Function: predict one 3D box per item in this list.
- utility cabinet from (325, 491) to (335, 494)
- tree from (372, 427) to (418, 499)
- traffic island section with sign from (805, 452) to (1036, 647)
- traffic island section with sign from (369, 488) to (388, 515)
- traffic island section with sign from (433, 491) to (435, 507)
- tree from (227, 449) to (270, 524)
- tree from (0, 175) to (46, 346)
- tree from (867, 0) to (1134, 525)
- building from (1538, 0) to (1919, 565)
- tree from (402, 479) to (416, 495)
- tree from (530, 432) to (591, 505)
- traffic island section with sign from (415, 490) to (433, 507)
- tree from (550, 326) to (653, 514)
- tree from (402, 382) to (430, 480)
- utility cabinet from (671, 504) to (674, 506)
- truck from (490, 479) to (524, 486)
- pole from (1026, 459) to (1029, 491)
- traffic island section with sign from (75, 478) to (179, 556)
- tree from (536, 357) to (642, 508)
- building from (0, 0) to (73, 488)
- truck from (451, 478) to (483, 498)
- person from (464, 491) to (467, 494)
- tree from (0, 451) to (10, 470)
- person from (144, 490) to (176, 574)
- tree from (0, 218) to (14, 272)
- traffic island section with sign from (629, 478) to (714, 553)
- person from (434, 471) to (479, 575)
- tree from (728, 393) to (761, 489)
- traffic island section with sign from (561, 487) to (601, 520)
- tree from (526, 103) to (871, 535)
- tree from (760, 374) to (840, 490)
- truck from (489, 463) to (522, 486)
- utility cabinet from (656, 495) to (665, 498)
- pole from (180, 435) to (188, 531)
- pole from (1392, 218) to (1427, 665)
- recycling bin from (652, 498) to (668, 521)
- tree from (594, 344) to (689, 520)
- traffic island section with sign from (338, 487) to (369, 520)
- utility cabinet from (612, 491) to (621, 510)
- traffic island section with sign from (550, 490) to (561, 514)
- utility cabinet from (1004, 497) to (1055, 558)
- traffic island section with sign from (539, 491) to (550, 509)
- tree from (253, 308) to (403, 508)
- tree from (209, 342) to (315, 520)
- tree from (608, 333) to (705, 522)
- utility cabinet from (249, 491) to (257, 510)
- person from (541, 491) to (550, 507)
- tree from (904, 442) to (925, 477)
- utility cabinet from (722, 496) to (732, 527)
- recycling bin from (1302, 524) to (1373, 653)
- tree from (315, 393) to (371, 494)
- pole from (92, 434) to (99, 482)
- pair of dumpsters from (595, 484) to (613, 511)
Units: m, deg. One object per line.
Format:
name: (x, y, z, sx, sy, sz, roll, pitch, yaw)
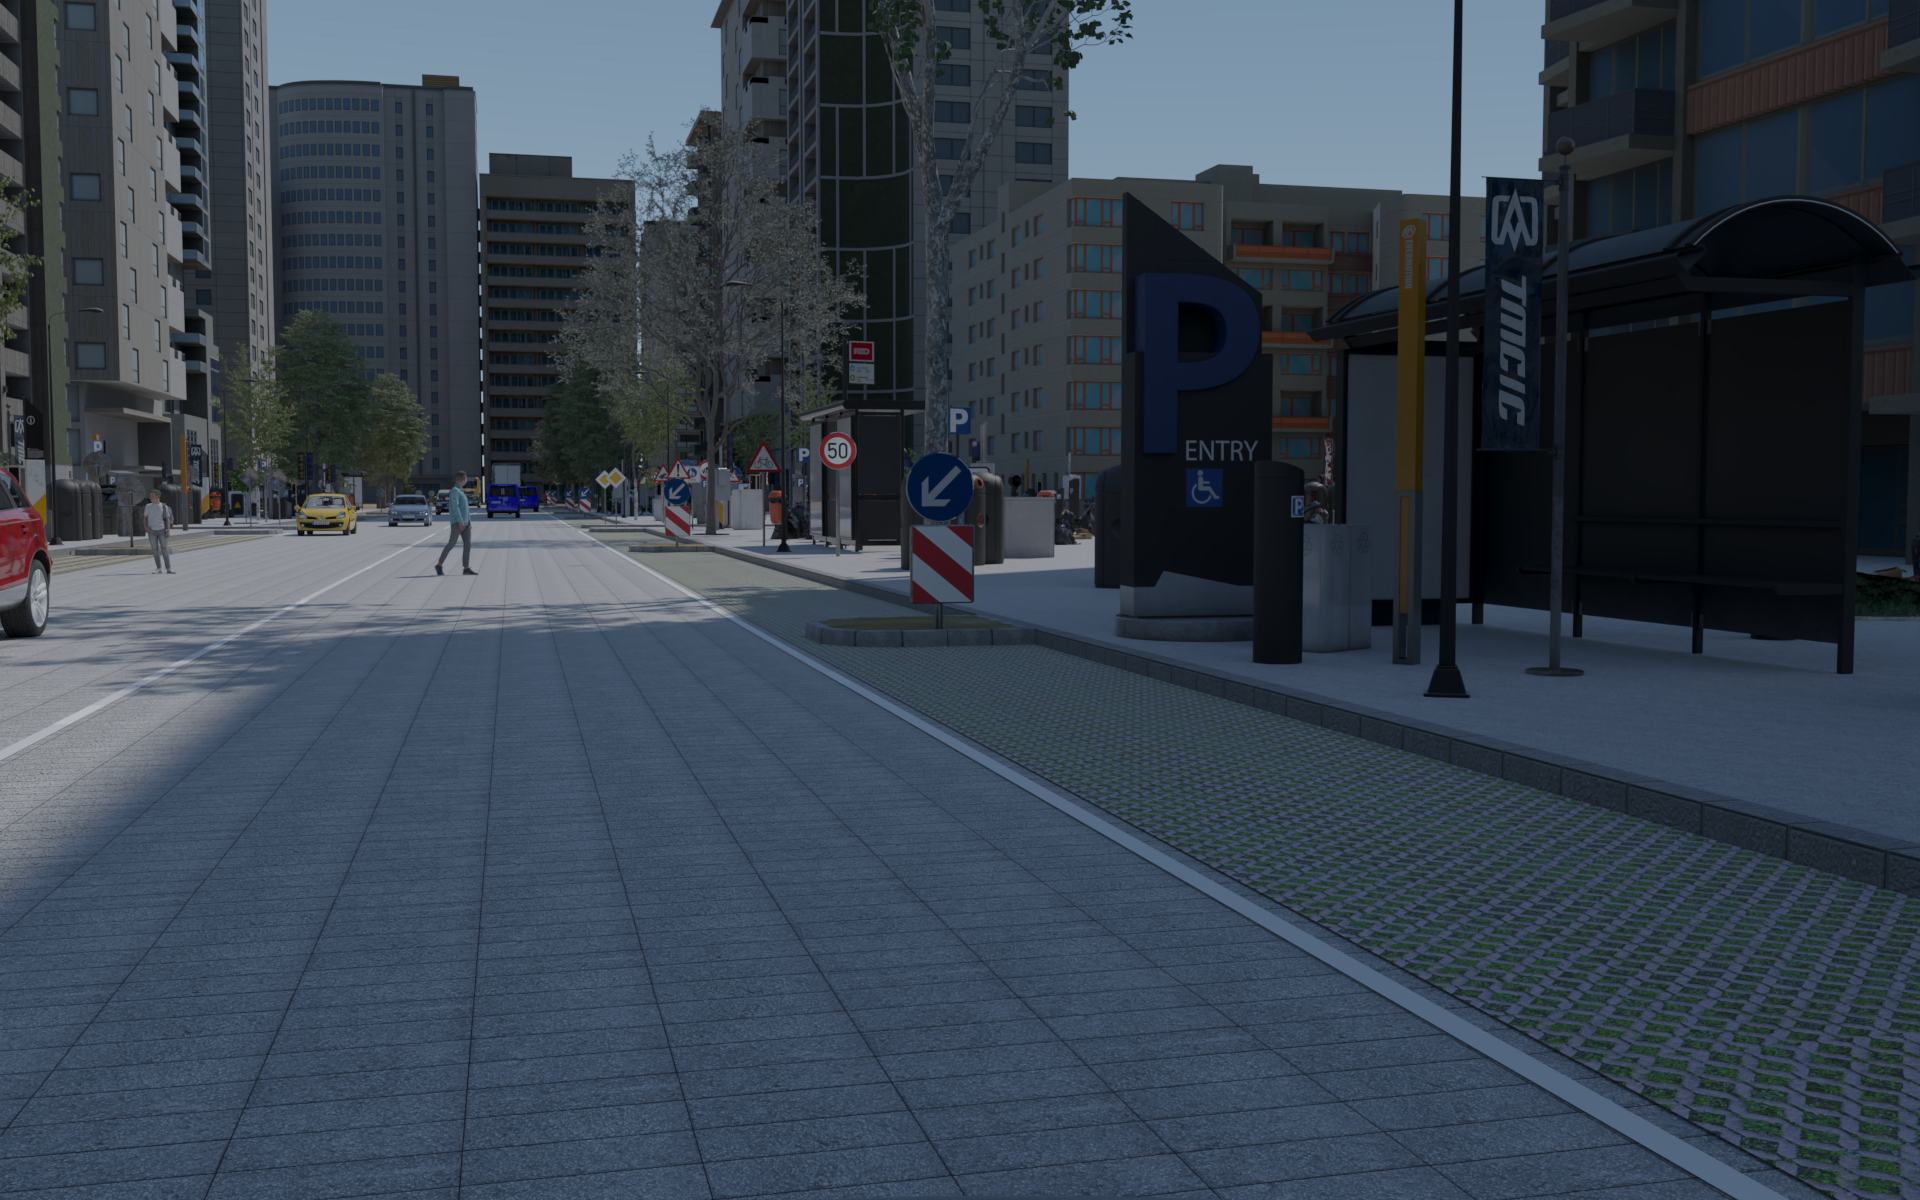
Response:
utility cabinet: (-51.107, -8.036, 140.067, 1.173, 1.500, 0.318, -3, 5, -43)
tree: (-57.163, -13.604, 172.788, 4.737, 8.622, 4.395, 0, 3, 0)
traffic island section with sign: (-0.475, -0.516, 17.066, 1.989, 1.847, 2.006, -1, 4, -14)
traffic island section with sign: (-40.217, -6.841, 120.474, 1.989, 1.847, 2.006, -1, 4, -14)
traffic island section with sign: (-59.615, -11.436, 195.606, 1.989, 1.847, 2.006, -1, 4, -14)
tree: (-30.950, -4.906, 74.814, 1.663, 3.219, 1.824, 0, 3, 0)
tree: (-20.976, -5.210, 35.541, 4.737, 8.622, 4.395, 0, 3, 0)
tree: (0.920, -10.406, 26.019, 12.611, 20.169, 13.585, 0, 3, 0)
building: (25.449, -23.351, 36.412, 22.147, 44.769, 28.867, -1, 4, -14)
tree: (-62.968, -12.370, 196.848, 1.663, 3.219, 1.824, 0, 3, 0)
tree: (-46.262, -17.679, 206.054, 9.611, 12.733, 9.660, 0, 3, 0)
traffic island section with sign: (-52.808, -9.822, 169.218, 1.989, 1.847, 2.006, -1, 4, -14)
tree: (-23.206, -11.968, 113.807, 7.486, 12.596, 7.792, 0, 3, 0)
tree: (-53.168, -14.915, 161.988, 7.486, 12.596, 7.792, 0, 3, 0)
utility cabinet: (-15.081, -5.049, 91.226, 0.318, 1.500, 1.173, 0, 4, -5)
truck: (-47.005, -11.218, 179.335, 3.469, 3.379, 9.791, -1, 4, -13)
pole: (3.873, -6.480, 99.790, 0.158, 3.312, 0.155, 0, 3, 0)
traffic island section with sign: (-19.715, -1.986, 41.107, 1.989, 1.847, 2.006, -1, 4, -14)
tree: (-32.733, -15.185, 154.935, 9.857, 13.997, 8.962, 0, 3, 0)
building: (-55.645, -19.439, 89.523, 14.160, 30.474, 14.107, -1, 4, -14)
truck: (-57.967, -12.737, 204.166, 3.469, 3.379, 9.791, -1, 4, -14)
person: (-55.078, -11.287, 193.184, 0.705, 1.807, 1.348, 3, 4, 36)
tree: (-45.483, -5.387, 82.671, 1.663, 3.219, 1.824, 0, 3, 0)
person: (-14.402, -1.229, 31.190, 0.503, 1.515, 0.523, -3, 5, -41)
tree: (-18.965, -5.625, 26.374, 8.767, 10.594, 7.601, -1, 4, -18)
traffic island section with sign: (-7.226, -2.112, 43.165, 1.989, 1.847, 2.006, -1, 4, -14)
person: (-8.889, -1.360, 30.595, 0.748, 1.841, 0.638, 1, 4, 10)
tree: (-14.163, -10.455, 121.304, 4.737, 8.622, 4.395, 0, 3, 0)
traffic island section with sign: (-21.287, -5.445, 97.647, 1.989, 1.847, 2.006, -1, 4, -14)
tree: (-7.716, -8.785, 54.004, 12.009, 13.543, 11.850, 0, 3, 0)
tree: (-8.542, -9.312, 102.607, 4.737, 8.622, 4.395, 0, 3, 0)
truck: (-42.470, -10.588, 162.030, 2.839, 4.237, 11.283, -1, 4, -16)
utility cabinet: (-17.730, -5.670, 103.862, 1.020, 1.237, 0.306, -1, 4, -15)
pole: (-27.015, -4.065, 60.308, 0.158, 3.312, 0.155, 0, 3, 0)
pole: (3.371, -1.170, 12.976, 0.158, 3.312, 0.155, 0, 3, 0)
recycling bin: (-14.192, -4.281, 82.545, 0.722, 1.027, 0.722, -1, 4, -18)
tree: (-15.572, -8.188, 84.237, 4.360, 8.622, 3.978, 0, 3, 0)
traffic island section with sign: (-33.410, -5.228, 94.112, 1.989, 1.847, 2.006, -1, 4, -14)
utility cabinet: (-23.592, -6.836, 120.449, 1.173, 1.500, 0.318, -3, 4, -36)
traffic island section with sign: (-28.161, -7.073, 124.278, 1.989, 1.847, 2.006, -1, 4, -14)
utility cabinet: (1.387, -1.459, 35.019, 1.020, 1.237, 0.306, 0, 4, -4)
traffic island section with sign: (-40.419, -9.975, 171.711, 1.989, 1.847, 2.006, -1, 4, -14)
tree: (-39.049, -11.485, 105.909, 7.486, 12.596, 7.792, 0, 3, 0)
tree: (-34.113, -8.171, 83.956, 4.737, 8.622, 4.395, 0, 3, 0)
tree: (-13.769, -7.844, 78.618, 4.737, 8.622, 4.395, 0, 3, 0)
utility cabinet: (-47.722, -6.591, 116.439, 1.173, 1.500, 0.318, 1, 4, 21)
person: (-45.167, -11.003, 189.115, 1.217, 1.743, 0.721, -3, 5, -42)
tree: (-1.208, -4.186, 63.040, 1.663, 3.219, 1.824, 0, 3, 0)
utility cabinet: (-9.772, -3.908, 75.065, 1.020, 1.237, 0.306, 0, 4, -7)
recycling bin: (2.934, -0.113, 14.399, 0.722, 1.027, 0.722, -3, 5, -43)
tree: (-43.642, -10.394, 120.303, 4.737, 8.622, 4.395, 0, 3, 0)
pole: (-29.485, -3.996, 59.180, 0.158, 3.312, 0.155, 0, 3, 0)
pair of dumpsters: (-26.381, -7.759, 129.351, 1.574, 2.255, 4.437, -1, 4, -14)
